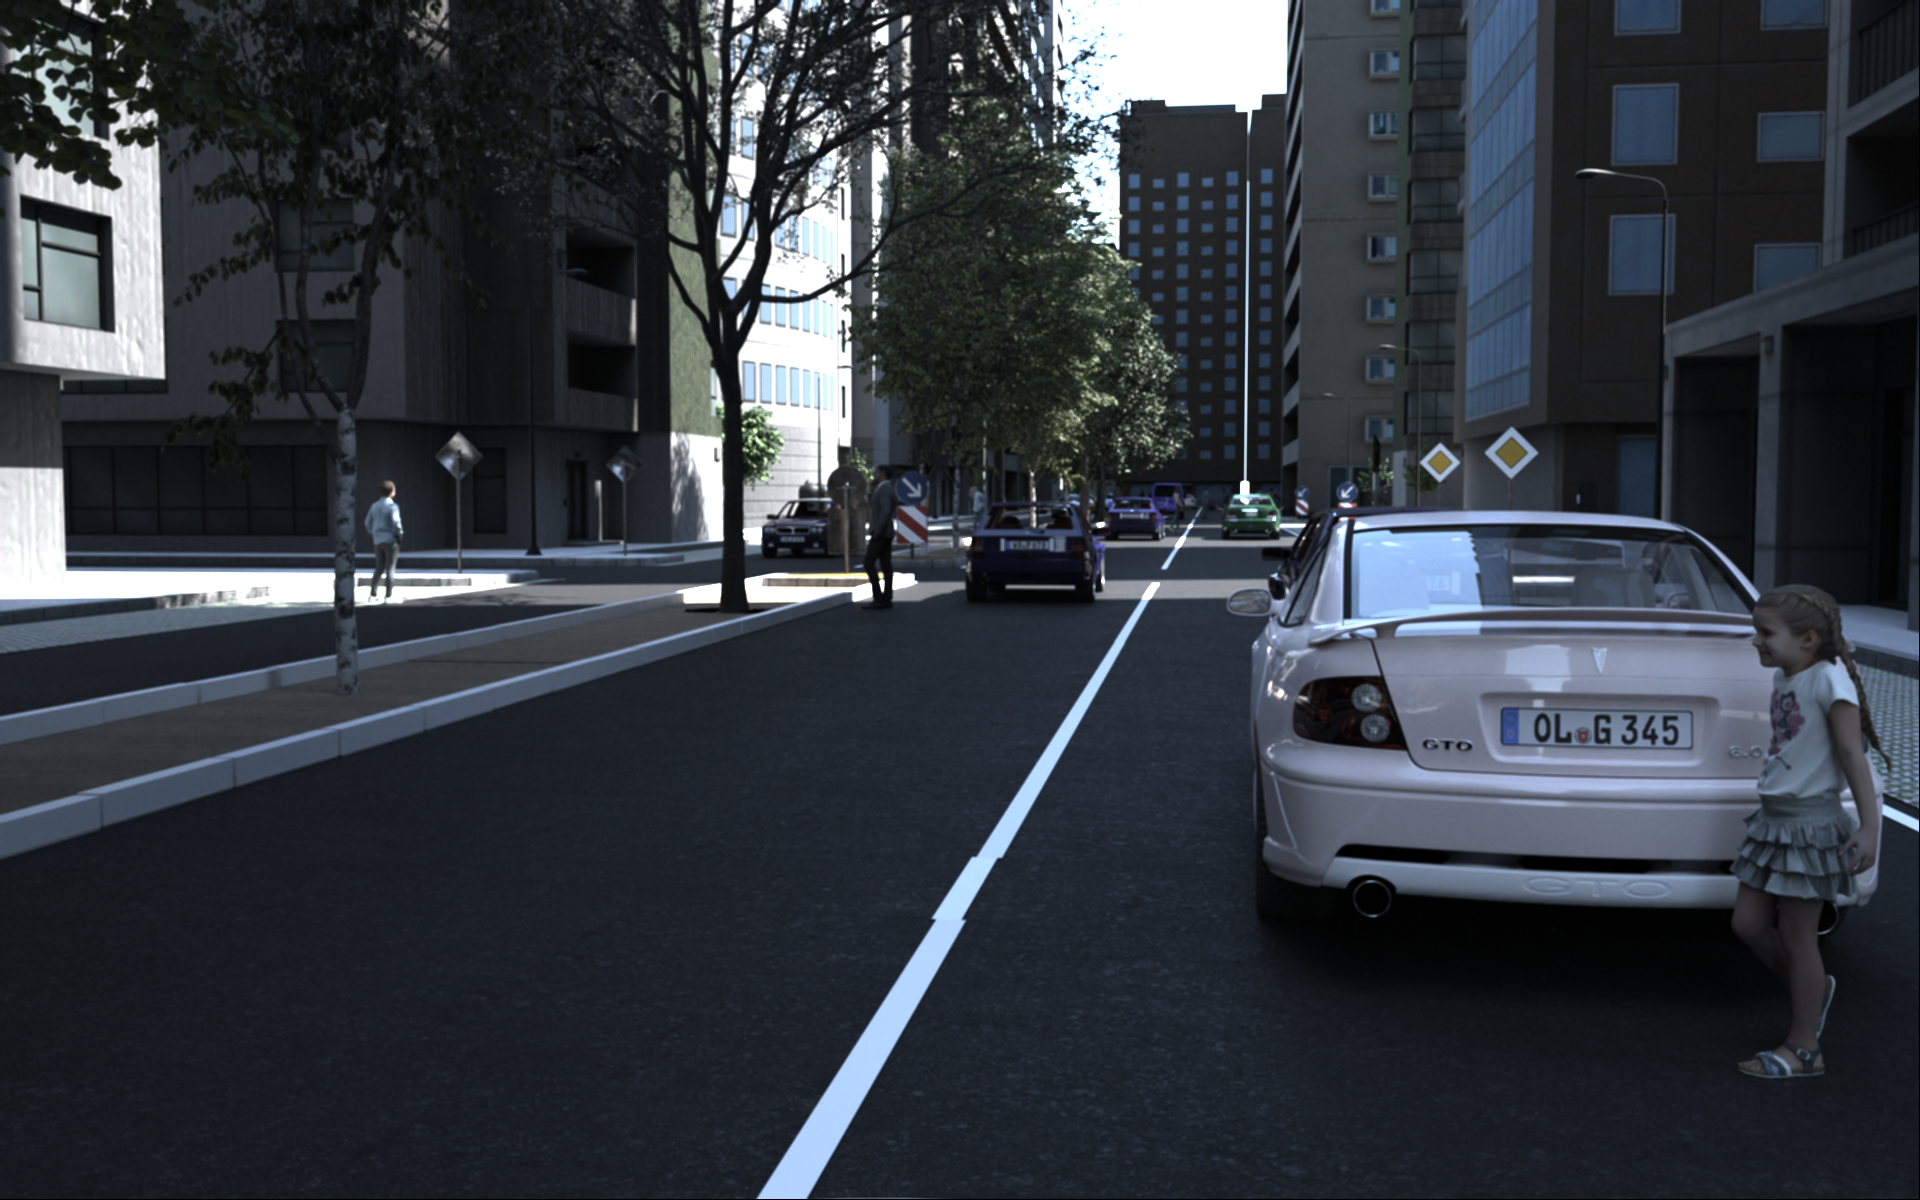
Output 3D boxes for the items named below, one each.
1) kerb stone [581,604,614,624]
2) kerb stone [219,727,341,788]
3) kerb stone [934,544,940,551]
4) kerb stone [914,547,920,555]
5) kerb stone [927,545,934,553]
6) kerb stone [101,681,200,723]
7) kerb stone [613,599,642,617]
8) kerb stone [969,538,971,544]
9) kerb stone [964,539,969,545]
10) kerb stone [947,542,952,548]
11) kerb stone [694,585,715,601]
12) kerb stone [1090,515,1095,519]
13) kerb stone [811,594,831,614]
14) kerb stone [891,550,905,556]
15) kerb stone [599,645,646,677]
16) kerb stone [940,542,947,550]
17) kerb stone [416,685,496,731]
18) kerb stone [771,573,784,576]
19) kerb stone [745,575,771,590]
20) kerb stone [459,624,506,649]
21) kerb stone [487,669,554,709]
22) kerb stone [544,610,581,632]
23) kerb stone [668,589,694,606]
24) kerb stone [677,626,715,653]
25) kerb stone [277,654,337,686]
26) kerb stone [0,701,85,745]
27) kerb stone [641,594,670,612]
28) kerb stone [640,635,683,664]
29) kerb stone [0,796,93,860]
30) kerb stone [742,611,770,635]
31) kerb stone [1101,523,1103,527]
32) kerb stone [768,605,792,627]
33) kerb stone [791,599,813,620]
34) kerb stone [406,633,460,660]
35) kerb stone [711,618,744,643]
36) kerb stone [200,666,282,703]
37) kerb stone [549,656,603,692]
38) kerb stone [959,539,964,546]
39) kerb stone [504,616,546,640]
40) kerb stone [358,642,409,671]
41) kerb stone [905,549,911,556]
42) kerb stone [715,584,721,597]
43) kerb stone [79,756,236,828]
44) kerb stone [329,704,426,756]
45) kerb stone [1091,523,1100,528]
[{"bbox_3d":[-4.126,0.173,19.370,0.120,0.150,1.000,1,4,8],"label":"kerb stone"},{"bbox_3d":[-3.515,0.812,8.944,0.120,0.150,1.000,1,4,8],"label":"kerb stone"},{"bbox_3d":[-0.686,-1.285,43.241,0.120,0.150,1.000,1,4,8],"label":"kerb stone"},{"bbox_3d":[-1.121,-1.101,40.197,0.120,0.150,1.000,1,4,8],"label":"kerb stone"},{"bbox_3d":[-0.832,-1.225,42.225,0.120,0.150,1.000,1,4,8],"label":"kerb stone"},{"bbox_3d":[-5.306,0.669,11.264,0.120,0.150,1.000,1,4,8],"label":"kerb stone"},{"bbox_3d":[-3.989,0.111,20.386,0.120,0.150,1.000,1,4,8],"label":"kerb stone"},{"bbox_3d":[0.196,-1.657,49.340,0.120,0.150,1.000,1,4,8],"label":"kerb stone"},{"bbox_3d":[0.050,-1.598,48.328,0.120,0.150,1.000,1,4,8],"label":"kerb stone"},{"bbox_3d":[-0.397,-1.411,45.265,0.120,0.150,1.000,1,4,8],"label":"kerb stone"},{"bbox_3d":[-3.544,-0.075,23.429,0.120,0.150,1.000,1,4,8],"label":"kerb stone"},{"bbox_3d":[7.954,-4.949,103.125,0.120,0.150,1.000,1,4,8],"label":"kerb stone"},{"bbox_3d":[-1.765,0.067,21.105,0.120,0.150,1.000,1,4,8],"label":"kerb stone"},{"bbox_3d":[-1.419,-0.977,38.172,0.120,0.150,1.000,1,4,8],"label":"kerb stone"},{"bbox_3d":[-2.783,0.505,14.014,0.120,0.150,1.000,1,4,8],"label":"kerb stone"},{"bbox_3d":[-0.537,-1.347,44.253,0.120,0.150,1.000,1,4,8],"label":"kerb stone"},{"bbox_3d":[-3.218,0.686,10.974,0.120,0.150,1.000,1,4,8],"label":"kerb stone"},{"bbox_3d":[-2.959,-0.324,27.490,0.120,0.150,1.000,1,4,8],"label":"kerb stone"},{"bbox_3d":[-3.105,-0.260,26.475,0.120,0.150,1.000,1,4,8],"label":"kerb stone"},{"bbox_3d":[-4.569,0.364,16.335,0.120,0.150,1.000,1,4,8],"label":"kerb stone"},{"bbox_3d":[-3.077,0.624,11.991,0.120,0.150,1.000,1,4,8],"label":"kerb stone"},{"bbox_3d":[-4.277,0.235,18.357,0.120,0.150,1.000,1,4,8],"label":"kerb stone"},{"bbox_3d":[-3.688,-0.014,22.417,0.120,0.150,1.000,1,4,8],"label":"kerb stone"},{"bbox_3d":[-2.492,0.377,16.037,0.120,0.150,1.000,1,4,8],"label":"kerb stone"},{"bbox_3d":[-5.000,0.545,13.292,0.120,0.150,1.000,1,4,8],"label":"kerb stone"},{"bbox_3d":[-5.442,0.732,10.252,0.120,0.150,1.000,1,4,8],"label":"kerb stone"},{"bbox_3d":[-3.834,0.048,21.406,0.120,0.150,1.000,1,4,8],"label":"kerb stone"},{"bbox_3d":[-2.633,0.439,15.025,0.120,0.150,1.000,1,4,8],"label":"kerb stone"},{"bbox_3d":[-3.803,0.942,6.916,0.120,0.150,1.000,1,4,8],"label":"kerb stone"},{"bbox_3d":[-2.197,0.253,18.067,0.120,0.150,1.000,1,4,8],"label":"kerb stone"},{"bbox_3d":[5.931,-3.194,74.418,0.120,0.150,1.000,1,4,8],"label":"kerb stone"},{"bbox_3d":[-2.052,0.193,19.079,0.120,0.150,1.000,1,4,8],"label":"kerb stone"},{"bbox_3d":[-1.908,0.129,20.093,0.120,0.150,1.000,1,4,8],"label":"kerb stone"},{"bbox_3d":[-4.720,0.420,15.323,0.120,0.150,1.000,1,4,8],"label":"kerb stone"},{"bbox_3d":[-2.348,0.315,17.052,0.120,0.150,1.000,1,4,8],"label":"kerb stone"},{"bbox_3d":[-5.146,0.612,12.281,0.120,0.150,1.000,1,4,8],"label":"kerb stone"},{"bbox_3d":[-2.927,0.563,13.001,0.120,0.150,1.000,1,4,8],"label":"kerb stone"},{"bbox_3d":[-0.099,-1.536,47.306,0.120,0.150,1.000,1,4,8],"label":"kerb stone"},{"bbox_3d":[-4.421,0.297,17.346,0.120,0.150,1.000,1,4,8],"label":"kerb stone"},{"bbox_3d":[-4.860,0.482,14.311,0.120,0.150,1.000,1,4,8],"label":"kerb stone"},{"bbox_3d":[-1.277,-1.038,39.187,0.120,0.150,1.000,1,4,8],"label":"kerb stone"},{"bbox_3d":[-3.397,-0.135,24.444,0.120,0.150,1.000,1,4,8],"label":"kerb stone"},{"bbox_3d":[-3.663,0.874,7.928,0.120,0.150,1.000,1,4,8],"label":"kerb stone"},{"bbox_3d":[-3.364,0.749,9.954,0.120,0.150,1.000,1,4,8],"label":"kerb stone"},{"bbox_3d":[5.638,-3.069,72.381,0.120,0.150,1.000,1,4,8],"label":"kerb stone"}]
